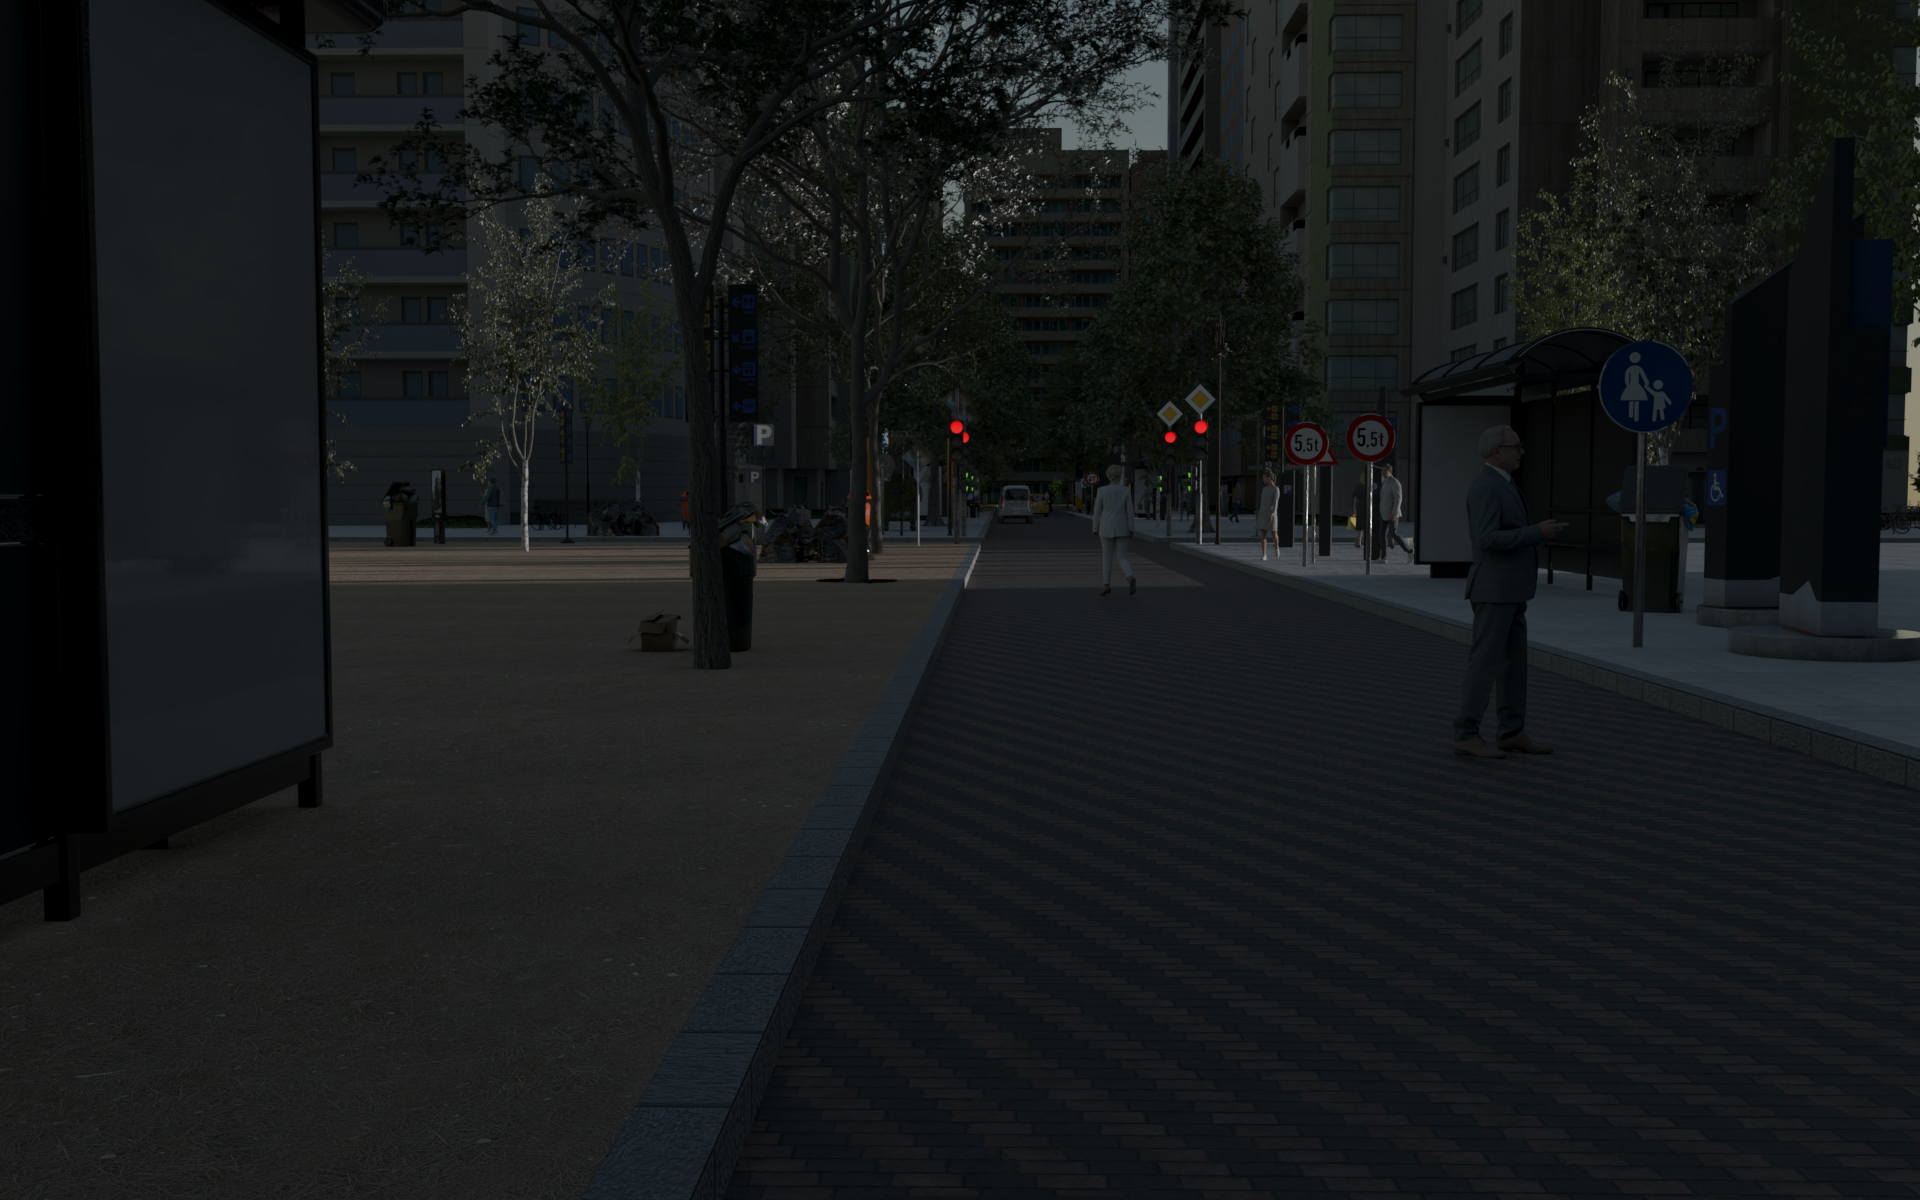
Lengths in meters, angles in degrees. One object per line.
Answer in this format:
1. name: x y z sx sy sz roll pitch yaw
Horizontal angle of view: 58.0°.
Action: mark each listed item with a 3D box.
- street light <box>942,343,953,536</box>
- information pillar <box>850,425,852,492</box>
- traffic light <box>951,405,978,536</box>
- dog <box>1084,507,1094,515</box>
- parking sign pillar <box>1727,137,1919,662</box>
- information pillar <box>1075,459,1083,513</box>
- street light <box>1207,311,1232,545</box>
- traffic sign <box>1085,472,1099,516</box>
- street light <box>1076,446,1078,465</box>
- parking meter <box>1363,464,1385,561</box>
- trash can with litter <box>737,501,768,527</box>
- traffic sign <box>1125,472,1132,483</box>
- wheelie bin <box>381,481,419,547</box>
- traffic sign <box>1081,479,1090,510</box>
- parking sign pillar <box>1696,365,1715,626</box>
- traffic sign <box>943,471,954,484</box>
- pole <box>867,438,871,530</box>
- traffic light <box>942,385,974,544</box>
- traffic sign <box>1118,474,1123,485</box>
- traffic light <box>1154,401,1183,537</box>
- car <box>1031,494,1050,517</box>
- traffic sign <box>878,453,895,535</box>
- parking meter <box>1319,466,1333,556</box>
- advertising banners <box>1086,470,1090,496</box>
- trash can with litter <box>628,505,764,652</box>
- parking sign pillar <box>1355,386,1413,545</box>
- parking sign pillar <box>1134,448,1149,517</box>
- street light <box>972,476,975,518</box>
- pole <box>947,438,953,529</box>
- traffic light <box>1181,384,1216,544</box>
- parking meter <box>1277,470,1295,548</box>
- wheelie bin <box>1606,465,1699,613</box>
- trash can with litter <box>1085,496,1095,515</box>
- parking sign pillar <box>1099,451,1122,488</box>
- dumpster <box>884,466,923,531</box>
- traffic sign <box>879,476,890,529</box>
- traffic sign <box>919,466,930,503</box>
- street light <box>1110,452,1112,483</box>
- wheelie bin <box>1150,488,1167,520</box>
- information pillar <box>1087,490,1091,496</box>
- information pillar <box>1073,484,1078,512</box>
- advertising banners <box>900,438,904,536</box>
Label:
1. street light: -0.307 -4.916 53.165 0.468 5.910 1.993 0 4 1
2. information pillar: -3.502 -4.130 58.888 0.504 3.616 0.183 0 4 4
3. traffic light: 0.138 -3.883 52.409 0.839 4.253 0.868 0 4 1
4. dog: 7.770 -5.366 104.564 0.540 0.507 0.406 -1 4 -12
5. parking sign pillar: 6.950 -1.549 13.795 1.447 3.967 1.447 1 4 12
6. information pillar: 8.040 -7.678 116.889 0.504 3.616 0.183 0 4 8
7. street light: 6.561 -4.350 43.916 0.468 5.910 1.993 0 4 1
8. traffic sign: 7.611 -6.099 99.827 0.768 2.556 0.104 0 4 2
9. street light: 8.466 -9.369 125.976 0.468 5.910 1.993 0 4 1
10. parking meter: 8.030 -1.698 33.479 0.399 1.863 0.255 2 4 31
11. trash can with litter: -3.471 -0.907 26.210 0.624 1.170 1.055 3 5 40
12. traffic sign: 9.627 -6.166 100.915 0.768 2.556 0.104 0 4 8
13. wheelie bin: -13.627 -2.104 42.313 0.693 1.594 0.980 1 4 20
14. traffic sign: 8.372 -6.955 115.836 0.606 2.300 0.079 0 4 3
15. parking sign pillar: 7.969 -1.732 16.785 1.447 3.967 1.447 0 4 -5
16. traffic sign: -0.532 -5.722 93.662 0.768 2.556 0.104 0 4 4
17. pole: -3.262 -4.203 62.560 0.158 3.312 0.155 0 3 0
18. traffic light: -0.058 -3.395 44.426 0.839 4.253 0.868 0 4 1
19. traffic sign: 7.690 -5.051 84.721 0.606 2.300 0.079 1 4 10
20. traffic light: 6.298 -3.875 52.274 0.839 4.253 0.868 0 4 1
21. car: 4.704 -6.059 109.289 2.015 1.641 3.980 0 4 1
22. traffic sign: -2.409 -3.299 54.042 0.768 2.556 0.104 0 4 4
23. parking meter: 7.580 -1.847 35.905 0.255 1.863 0.399 1 4 13
24. advertising banners: 8.964 -7.643 121.155 0.090 3.025 2.074 0 4 -1
25. trash can with litter: -2.175 -0.167 14.120 1.055 1.170 0.624 0 4 -3
26. parking sign pillar: 10.804 -3.399 44.045 1.447 3.967 1.447 0 4 8
27. parking sign pillar: 10.349 -6.675 97.609 1.447 3.967 1.447 1 4 14
28. street light: 0.707 -7.303 92.198 0.468 5.910 1.993 0 4 1
29. pole: -0.350 -4.248 63.304 0.158 3.312 0.155 0 3 0
30. traffic light: 6.102 -3.387 44.291 0.839 4.253 0.868 0 4 1
31. parking meter: 7.801 -2.191 41.536 0.399 1.863 0.255 0 4 -4
32. wheelie bin: 7.576 -0.676 18.956 0.980 1.594 0.693 2 4 32
33. trash can with litter: 8.130 -5.810 106.382 0.624 1.170 1.055 -1 4 -21
34. parking sign pillar: 8.903 -6.968 102.396 1.447 3.967 1.447 -1 4 -23
35. dumpster: -2.095 -3.537 60.316 1.502 2.255 1.985 0 4 1
36. traffic sign: -2.585 -3.333 56.625 0.606 2.300 0.079 1 4 9
37. traffic sign: -1.471 -4.961 81.119 0.884 2.594 0.081 1 4 10
38. street light: 7.584 -6.982 86.936 0.468 5.910 1.993 0 4 1
39. wheelie bin: 9.846 -4.740 85.406 0.980 1.594 0.693 1 4 8
40. information pillar: 9.252 -7.299 123.826 0.304 2.012 0.304 -1 4 -16
41. information pillar: 8.130 -7.192 122.074 0.304 2.012 0.304 1 4 21
42. advertising banners: -1.794 -3.516 53.672 0.090 3.025 2.074 0 4 0
